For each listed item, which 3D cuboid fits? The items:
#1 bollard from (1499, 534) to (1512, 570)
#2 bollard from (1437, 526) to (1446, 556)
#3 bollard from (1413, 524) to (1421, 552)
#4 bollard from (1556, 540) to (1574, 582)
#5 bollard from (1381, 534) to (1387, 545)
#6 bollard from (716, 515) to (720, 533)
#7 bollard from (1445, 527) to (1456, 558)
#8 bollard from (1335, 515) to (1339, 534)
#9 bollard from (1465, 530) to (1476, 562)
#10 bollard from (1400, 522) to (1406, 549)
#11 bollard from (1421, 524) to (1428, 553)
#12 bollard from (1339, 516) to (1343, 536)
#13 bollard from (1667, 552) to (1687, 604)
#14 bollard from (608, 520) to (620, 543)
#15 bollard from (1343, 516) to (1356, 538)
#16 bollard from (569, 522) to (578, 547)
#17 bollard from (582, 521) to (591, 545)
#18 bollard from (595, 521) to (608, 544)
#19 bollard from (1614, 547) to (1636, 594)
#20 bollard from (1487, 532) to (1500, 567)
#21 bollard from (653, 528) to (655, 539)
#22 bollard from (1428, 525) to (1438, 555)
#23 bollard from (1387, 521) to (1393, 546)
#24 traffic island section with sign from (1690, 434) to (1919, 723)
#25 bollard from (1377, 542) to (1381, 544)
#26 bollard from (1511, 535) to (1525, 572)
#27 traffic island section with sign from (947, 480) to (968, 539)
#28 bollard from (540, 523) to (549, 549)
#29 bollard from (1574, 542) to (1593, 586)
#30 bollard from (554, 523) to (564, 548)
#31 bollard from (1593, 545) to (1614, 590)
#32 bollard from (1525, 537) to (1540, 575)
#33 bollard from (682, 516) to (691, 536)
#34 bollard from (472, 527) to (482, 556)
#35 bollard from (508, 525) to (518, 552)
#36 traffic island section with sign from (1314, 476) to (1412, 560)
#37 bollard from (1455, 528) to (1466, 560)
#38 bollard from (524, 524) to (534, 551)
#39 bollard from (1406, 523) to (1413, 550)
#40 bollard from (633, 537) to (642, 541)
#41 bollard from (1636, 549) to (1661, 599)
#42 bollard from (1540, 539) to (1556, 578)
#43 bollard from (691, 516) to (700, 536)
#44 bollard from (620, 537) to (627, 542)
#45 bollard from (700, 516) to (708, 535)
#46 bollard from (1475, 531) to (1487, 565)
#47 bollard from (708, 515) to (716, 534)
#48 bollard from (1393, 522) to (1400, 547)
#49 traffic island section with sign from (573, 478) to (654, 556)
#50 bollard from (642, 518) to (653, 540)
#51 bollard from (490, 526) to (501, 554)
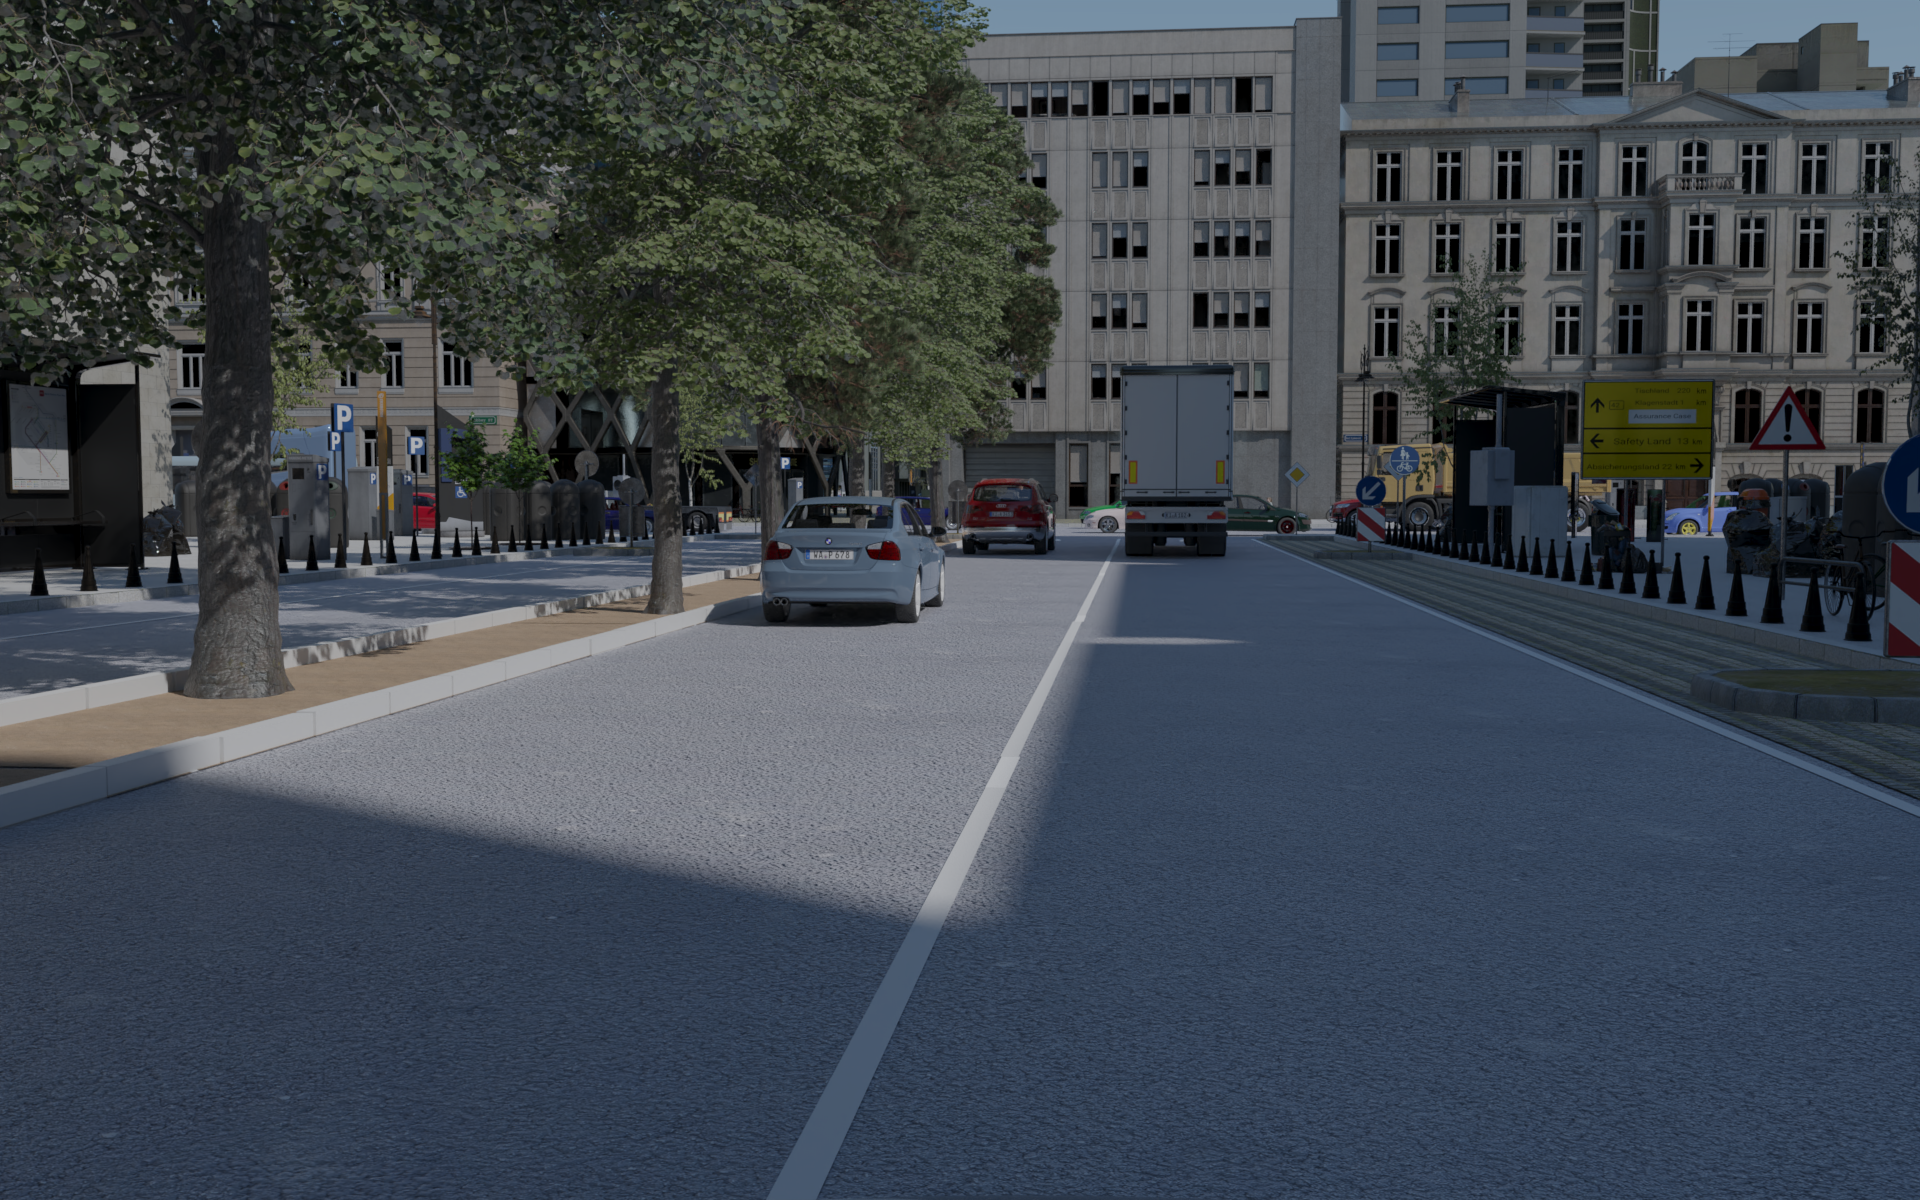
[{"bbox_3d":[9.368,-0.824,29.516,0.229,0.601,0.229,0,3,0],"label":"bollard"},{"bbox_3d":[10.012,-1.201,35.683,0.229,0.601,0.229,0,3,0],"label":"bollard"},{"bbox_3d":[10.338,-1.389,38.747,0.229,0.601,0.229,0,3,0],"label":"bollard"},{"bbox_3d":[8.937,-0.574,25.425,0.229,0.601,0.229,0,3,0],"label":"bollard"},{"bbox_3d":[10.871,-1.703,43.880,0.229,0.601,0.229,0,3,0],"label":"bollard"},{"bbox_3d":[-7.964,-2.489,56.739,0.229,0.601,0.229,0,3,0],"label":"bollard"},{"bbox_3d":[9.904,-1.139,34.662,0.229,0.601,0.229,0,3,0],"label":"bollard"},{"bbox_3d":[11.952,-2.332,54.166,0.229,0.601,0.229,0,3,0],"label":"bollard"},{"bbox_3d":[9.688,-1.013,32.599,0.229,0.601,0.229,0,3,0],"label":"bollard"},{"bbox_3d":[10.554,-1.514,40.802,0.229,0.601,0.229,0,3,0],"label":"bollard"},{"bbox_3d":[10.226,-1.326,37.726,0.229,0.601,0.229,0,3,0],"label":"bollard"},{"bbox_3d":[11.844,-2.268,53.128,0.229,0.601,0.229,0,3,0],"label":"bollard"},{"bbox_3d":[8.399,-0.259,20.279,0.229,0.601,0.229,0,3,0],"label":"bollard"},{"bbox_3d":[-9.145,-1.798,45.446,0.229,0.601,0.229,0,3,0],"label":"bollard"},{"bbox_3d":[11.736,-2.206,52.107,0.229,0.601,0.229,0,3,0],"label":"bollard"},{"bbox_3d":[-9.467,-1.611,42.375,0.229,0.601,0.229,0,3,0],"label":"bollard"},{"bbox_3d":[-9.362,-1.673,43.396,0.229,0.601,0.229,0,3,0],"label":"bollard"},{"bbox_3d":[-9.253,-1.736,44.425,0.229,0.601,0.229,0,3,0],"label":"bollard"},{"bbox_3d":[8.612,-0.384,22.322,0.229,0.601,0.229,0,3,0],"label":"bollard"},{"bbox_3d":[9.474,-0.887,30.537,0.229,0.601,0.229,0,3,0],"label":"bollard"},{"bbox_3d":[-8.714,-2.050,49.558,0.229,0.601,0.229,0,3,0],"label":"bollard"},{"bbox_3d":[10.122,-1.264,36.704,0.229,0.601,0.229,0,3,0],"label":"bollard"},{"bbox_3d":[10.765,-1.639,42.844,0.229,0.601,0.229,0,3,0],"label":"bollard"},{"bbox_3d":[6.112,-0.186,11.671,1.989,1.847,2.006,0,4,6],"label":"traffic island section with sign"},{"bbox_3d":[10.980,-1.765,44.901,0.229,0.601,0.229,0,3,0],"label":"bollard"},{"bbox_3d":[9.262,-0.762,28.495,0.229,0.601,0.229,0,3,0],"label":"bollard"},{"bbox_3d":[-0.140,-2.906,55.649,2.006,1.907,1.989,0,4,6],"label":"traffic island section with sign"},{"bbox_3d":[-9.683,-1.486,40.330,0.229,0.601,0.229,0,3,0],"label":"bollard"},{"bbox_3d":[8.829,-0.510,24.385,0.229,0.601,0.229,0,3,0],"label":"bollard"},{"bbox_3d":[-9.579,-1.548,41.354,0.229,0.601,0.229,0,3,0],"label":"bollard"},{"bbox_3d":[8.723,-0.448,23.364,0.229,0.601,0.229,0,3,0],"label":"bollard"},{"bbox_3d":[9.151,-0.699,27.474,0.229,0.601,0.229,0,3,0],"label":"bollard"},{"bbox_3d":[-8.391,-2.238,52.630,0.229,0.601,0.229,0,3,0],"label":"bollard"},{"bbox_3d":[-10.114,-1.234,36.223,0.229,0.601,0.229,0,3,0],"label":"bollard"},{"bbox_3d":[-9.896,-1.361,38.287,0.229,0.601,0.229,0,3,0],"label":"bollard"},{"bbox_3d":[8.917,-1.826,38.480,1.989,1.847,2.006,0,4,6],"label":"traffic island section with sign"},{"bbox_3d":[9.800,-1.076,33.641,0.229,0.601,0.229,0,3,0],"label":"bollard"},{"bbox_3d":[-9.790,-1.423,39.309,0.229,0.601,0.229,0,3,0],"label":"bollard"},{"bbox_3d":[10.444,-1.451,39.768,0.229,0.601,0.229,0,3,0],"label":"bollard"},{"bbox_3d":[-8.930,-1.925,47.516,0.229,0.601,0.229,0,3,0],"label":"bollard"},{"bbox_3d":[8.506,-0.322,21.301,0.229,0.601,0.229,0,3,0],"label":"bollard"},{"bbox_3d":[9.044,-0.637,26.453,0.229,0.601,0.229,0,3,0],"label":"bollard"},{"bbox_3d":[-8.287,-2.301,53.655,0.229,0.601,0.229,0,3,0],"label":"bollard"},{"bbox_3d":[-9.040,-1.862,46.483,0.229,0.601,0.229,0,3,0],"label":"bollard"},{"bbox_3d":[-8.179,-2.363,54.681,0.229,0.601,0.229,0,3,0],"label":"bollard"},{"bbox_3d":[9.582,-0.949,31.558,0.229,0.601,0.229,0,3,0],"label":"bollard"},{"bbox_3d":[-8.074,-2.426,55.702,0.229,0.601,0.229,0,3,0],"label":"bollard"},{"bbox_3d":[10.658,-1.577,41.823,0.229,0.601,0.229,0,3,0],"label":"bollard"},{"bbox_3d":[-7.885,-1.979,40.976,1.989,1.847,2.006,0,4,6],"label":"traffic island section with sign"},{"bbox_3d":[-8.821,-1.988,48.537,0.229,0.601,0.229,0,3,0],"label":"bollard"},{"bbox_3d":[-10.004,-1.298,37.259,0.229,0.601,0.229,0,3,0],"label":"bollard"}]
